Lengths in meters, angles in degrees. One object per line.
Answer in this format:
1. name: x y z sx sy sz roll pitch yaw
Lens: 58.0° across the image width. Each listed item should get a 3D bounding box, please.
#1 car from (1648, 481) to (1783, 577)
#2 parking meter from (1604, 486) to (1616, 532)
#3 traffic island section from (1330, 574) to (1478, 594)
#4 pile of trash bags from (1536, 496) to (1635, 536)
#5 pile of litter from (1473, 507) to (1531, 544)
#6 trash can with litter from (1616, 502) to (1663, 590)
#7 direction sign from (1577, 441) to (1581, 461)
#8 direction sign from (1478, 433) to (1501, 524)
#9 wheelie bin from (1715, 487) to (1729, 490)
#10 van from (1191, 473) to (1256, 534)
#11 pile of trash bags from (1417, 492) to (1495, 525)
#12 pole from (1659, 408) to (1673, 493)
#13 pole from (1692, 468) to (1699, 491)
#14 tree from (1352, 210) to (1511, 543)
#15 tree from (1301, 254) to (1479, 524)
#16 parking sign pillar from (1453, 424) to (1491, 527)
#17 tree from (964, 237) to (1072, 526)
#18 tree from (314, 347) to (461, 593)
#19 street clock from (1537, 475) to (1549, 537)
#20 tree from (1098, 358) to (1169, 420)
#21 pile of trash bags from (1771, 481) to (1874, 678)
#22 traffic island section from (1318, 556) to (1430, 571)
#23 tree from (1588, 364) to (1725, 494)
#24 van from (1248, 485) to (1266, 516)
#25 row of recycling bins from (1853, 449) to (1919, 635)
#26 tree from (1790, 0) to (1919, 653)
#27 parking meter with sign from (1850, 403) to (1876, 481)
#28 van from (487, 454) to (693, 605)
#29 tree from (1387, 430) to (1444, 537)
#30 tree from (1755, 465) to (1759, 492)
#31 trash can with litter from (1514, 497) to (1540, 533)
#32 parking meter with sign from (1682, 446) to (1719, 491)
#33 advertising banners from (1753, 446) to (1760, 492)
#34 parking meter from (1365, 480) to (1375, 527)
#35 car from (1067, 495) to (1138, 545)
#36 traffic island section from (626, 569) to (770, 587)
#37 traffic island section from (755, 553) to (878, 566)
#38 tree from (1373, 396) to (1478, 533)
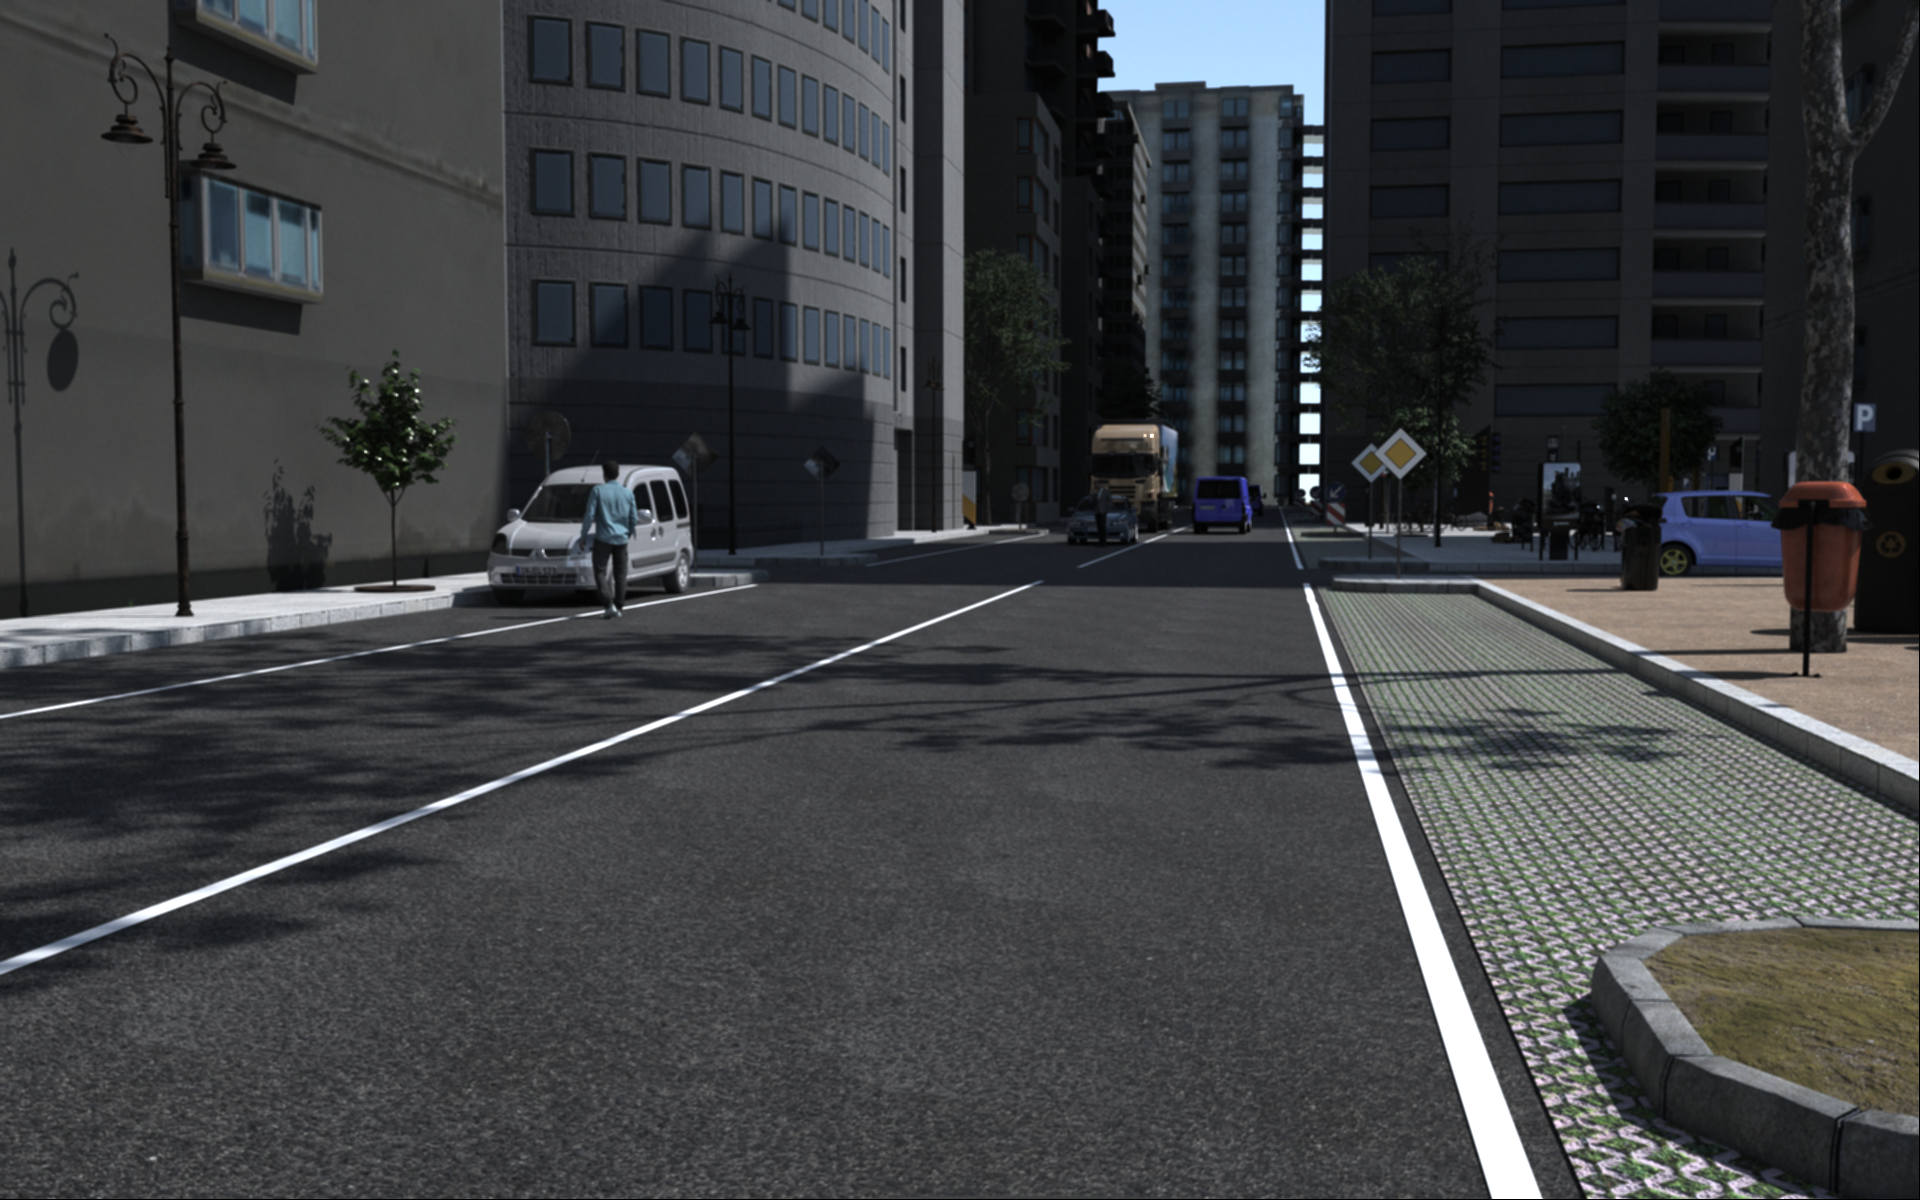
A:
1. car: 13.400 -1.224 29.601 3.694 1.707 1.945 1 4 11
2. parking meter: 21.778 -3.035 58.040 0.372 1.533 0.369 0 3 0
3. traffic island section: 6.642 -0.237 26.160 2.009 0.180 2.903 1 4 10
4. pile of trash bags: 19.931 -2.758 54.841 3.447 1.369 1.912 3 5 42
5. pile of litter: 14.444 -1.930 45.520 1.719 0.858 1.176 -3 5 -42
6. trash can with litter: 9.085 -0.731 23.347 0.624 1.170 1.055 1 4 12
7. direction sign: 26.476 -5.027 74.182 0.379 3.537 0.876 1 4 13
8. direction sign: 19.599 -4.415 64.178 0.876 3.537 0.379 3 5 45
9. wheelie bin: 32.151 -3.977 72.925 0.980 1.594 0.693 0 4 -2
10. van: 9.648 -3.616 63.504 2.240 2.365 5.245 1 4 12
11. pile of trash bags: 20.984 -3.878 73.153 1.912 1.369 3.447 -3 5 -42
12. pole: 16.726 -2.893 41.136 0.158 3.312 0.155 0 3 0
13. pole: 22.286 -3.586 52.472 0.158 3.312 0.155 0 3 0
14. tree: 12.552 -5.829 45.671 4.360 8.622 3.978 0 3 0
15. tree: 18.393 -9.092 74.403 9.928 11.665 9.643 0 3 0
16. parking sign pillar: 19.804 -4.806 67.050 1.447 3.967 1.447 0 4 -8
17. tree: 0.966 -8.802 69.665 9.928 11.665 9.643 0 3 0
18. tree: -7.366 -1.729 22.875 1.663 3.219 1.824 0 3 0
19. street clock: 17.523 -2.890 51.823 0.471 2.002 0.358 0 3 0
20. tree: 13.899 -13.892 145.257 7.486 12.596 7.792 0 3 0
21. pile of trash bags: 7.155 -0.100 11.384 3.447 1.369 1.912 3 5 42
22. traffic island section: 8.073 -0.718 34.016 2.009 0.180 2.903 1 4 10
23. tree: 17.636 -3.688 44.006 4.285 4.588 4.351 0 3 0
24. van: 19.083 -6.738 114.552 2.240 2.365 5.245 1 4 11
25. row of recycling bins: 9.198 -0.474 14.857 1.069 1.692 3.534 -1 4 -16
26. tree: 6.036 -9.575 12.439 12.611 20.169 13.585 0 3 0
27. parking meter with sign: 17.086 -2.317 34.140 0.543 3.016 1.738 -1 4 -19
28. van: -4.994 -1.021 23.712 2.013 2.044 4.112 1 4 9
29. tree: 13.862 -3.548 52.618 1.663 3.219 1.824 0 3 0
30. tree: 44.740 -6.236 96.563 1.663 3.219 1.824 0 3 0
31. trash can with litter: 18.799 -2.791 57.023 1.055 1.170 0.624 -2 4 -28
32. parking meter with sign: 26.435 -4.049 62.469 1.738 3.016 0.543 -1 4 -17
33. advertising banners: 29.343 -4.058 62.541 2.074 3.025 0.090 -3 4 -37
34. parking meter: 16.079 -3.806 67.944 0.255 1.863 0.399 -1 4 -14
35. car: 4.179 -2.341 50.283 2.014 1.417 4.499 1 4 10
36. traffic island section: -4.319 -0.359 28.154 2.009 0.180 2.903 1 4 10
37. traffic island section: -2.888 -0.840 36.010 2.009 0.180 2.903 1 4 10
38. tree: 15.356 -4.502 57.323 4.285 4.588 4.351 0 3 0
